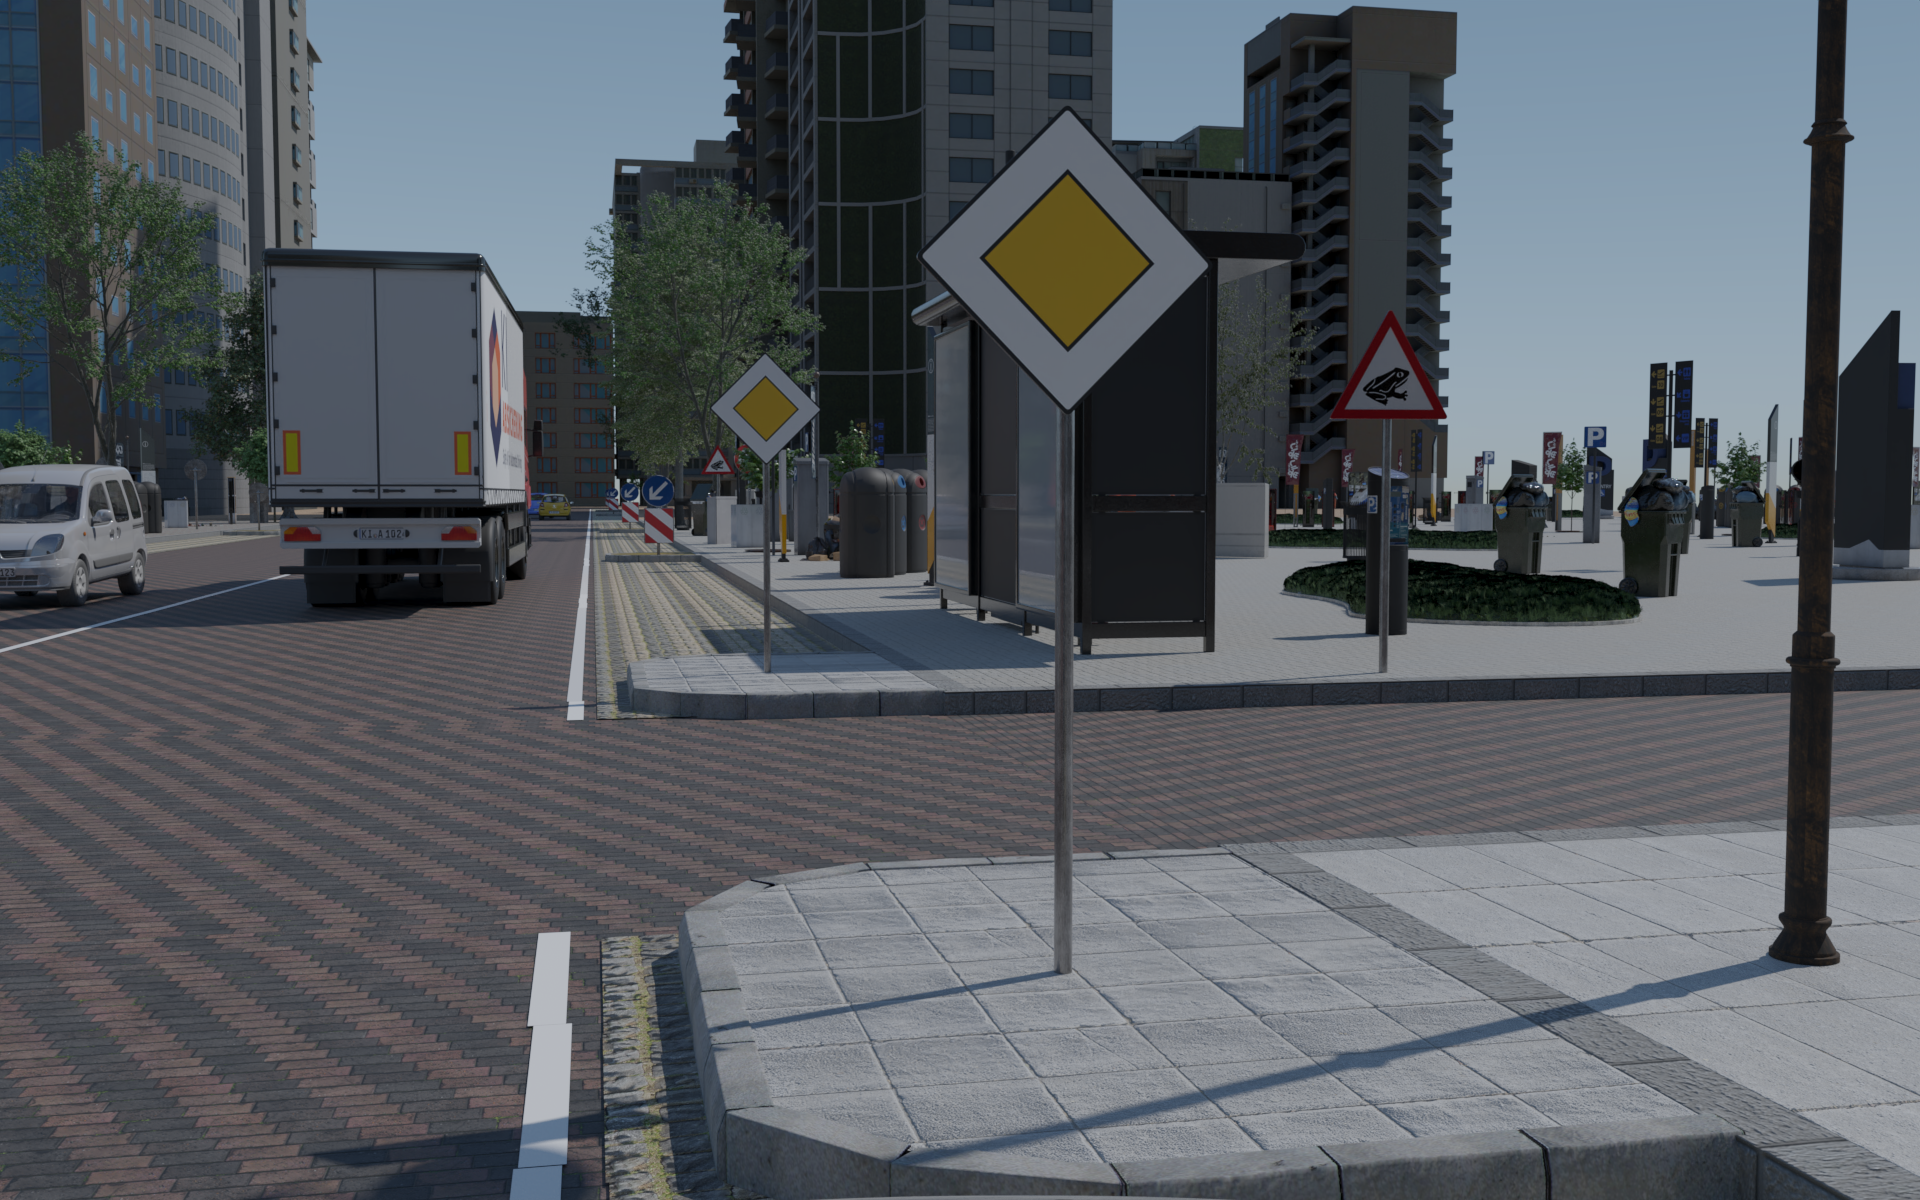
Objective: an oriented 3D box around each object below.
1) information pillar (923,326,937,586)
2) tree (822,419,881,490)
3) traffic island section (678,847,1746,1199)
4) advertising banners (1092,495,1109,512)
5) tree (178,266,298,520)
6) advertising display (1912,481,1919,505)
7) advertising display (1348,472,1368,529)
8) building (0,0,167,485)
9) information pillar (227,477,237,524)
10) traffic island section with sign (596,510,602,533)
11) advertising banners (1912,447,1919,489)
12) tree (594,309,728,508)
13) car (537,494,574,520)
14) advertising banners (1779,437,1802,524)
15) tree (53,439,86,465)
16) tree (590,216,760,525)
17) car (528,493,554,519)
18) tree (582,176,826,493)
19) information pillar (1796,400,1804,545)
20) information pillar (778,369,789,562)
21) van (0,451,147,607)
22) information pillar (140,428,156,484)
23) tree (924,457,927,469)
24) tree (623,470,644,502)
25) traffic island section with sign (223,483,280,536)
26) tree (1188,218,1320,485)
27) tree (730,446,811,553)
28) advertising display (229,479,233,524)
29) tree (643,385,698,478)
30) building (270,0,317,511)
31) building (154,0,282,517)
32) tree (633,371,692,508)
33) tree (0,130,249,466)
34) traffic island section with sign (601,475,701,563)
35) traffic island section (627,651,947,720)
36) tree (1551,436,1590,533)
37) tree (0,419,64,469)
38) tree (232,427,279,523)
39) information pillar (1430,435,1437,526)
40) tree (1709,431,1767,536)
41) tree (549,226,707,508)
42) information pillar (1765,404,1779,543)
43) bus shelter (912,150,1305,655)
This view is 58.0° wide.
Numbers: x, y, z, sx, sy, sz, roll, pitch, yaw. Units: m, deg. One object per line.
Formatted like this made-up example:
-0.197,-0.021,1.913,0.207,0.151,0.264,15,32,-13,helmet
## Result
-0.333,-2.000,24.061,0.183,3.616,0.504,-1,4,-23,information pillar
-2.897,-3.084,45.022,1.663,3.219,1.824,0,3,0,tree
0.295,1.077,4.667,2.009,0.180,2.903,-1,4,-12,traffic island section
1.787,-1.904,27.325,0.090,3.025,2.074,3,5,41,advertising banners
-33.537,-10.329,85.880,9.611,12.733,9.660,0,3,0,tree
46.388,-4.788,83.490,0.974,1.923,0.123,0,4,-6,advertising display
11.777,-2.781,50.682,0.123,1.923,0.974,-3,5,-40,advertising display
-49.346,-26.699,86.640,14.600,45.320,14.200,-1,4,-12,building
-31.335,-4.284,74.533,0.304,2.012,0.304,-1,4,-16,information pillar
-12.288,-3.378,63.852,1.989,1.847,2.006,-1,4,-12,traffic island section with sign
35.981,-4.179,64.513,2.074,3.025,0.090,-2,4,-32,advertising banners
-13.630,-9.001,81.573,7.601,10.594,8.767,-1,4,-13,tree
-22.568,-5.276,96.494,2.015,1.641,3.980,-1,4,-12,car
25.739,-3.512,53.603,0.090,3.025,2.074,1,4,8,advertising banners
-31.517,-4.075,61.231,1.663,3.219,1.824,0,3,0,tree
-11.287,-9.332,70.703,7.486,12.596,7.792,0,3,0,tree
-24.963,-5.694,102.686,1.945,1.707,3.694,-1,4,-12,car
-8.382,-8.099,58.179,9.928,11.665,9.643,0,3,0,tree
21.053,-3.154,42.915,0.183,3.616,0.504,-1,4,-21,information pillar
-3.351,-2.529,32.698,0.183,3.616,0.504,-1,4,-12,information pillar
-12.255,-0.991,23.211,2.013,2.044,4.112,-1,4,-11,van
-28.970,-4.308,61.790,0.183,3.616,0.504,3,4,38,information pillar
-0.969,-5.081,77.672,1.663,3.219,1.824,0,3,0,tree
-25.953,-8.727,137.286,1.663,3.219,1.824,0,3,0,tree
-24.442,-3.161,60.303,1.989,1.847,2.006,-1,4,-12,traffic island section with sign
7.096,-5.862,46.211,4.360,8.622,3.978,0,3,0,tree
-4.369,-2.679,38.408,1.663,3.219,1.824,0,3,0,tree
-30.919,-4.173,73.444,0.123,1.923,0.974,-1,4,-23,advertising display
-18.426,-9.716,109.218,4.360,8.622,3.978,0,3,0,tree
-63.193,-31.242,134.515,21.600,48.544,21.300,-1,4,-12,building
-56.115,-34.550,106.892,21.231,58.520,28.212,-1,4,-12,building
-16.695,-8.954,96.763,4.737,8.622,4.395,0,3,0,tree
-25.281,-7.662,51.036,9.928,11.665,9.643,0,3,0,tree
-6.574,-1.734,36.985,1.989,1.847,2.006,-1,4,-12,traffic island section with sign
-1.366,0.600,12.478,2.009,0.180,2.903,-1,4,-12,traffic island section
20.656,-3.882,58.075,1.663,3.219,1.824,0,3,0,tree
-41.086,-5.627,75.711,4.285,4.588,4.351,0,3,0,tree
-30.571,-5.724,77.299,4.285,4.588,4.351,0,3,0,tree
18.902,-4.754,69.082,0.183,3.616,0.504,2,4,29,information pillar
23.910,-3.594,53.361,1.663,3.219,1.824,0,3,0,tree
-23.460,-16.477,125.288,12.611,20.169,13.585,0,3,0,tree
21.070,-3.278,44.952,0.504,3.616,0.183,-3,5,-44,information pillar
0.854,-2.469,17.993,2.179,5.291,8.768,-1,4,-12,bus shelter
